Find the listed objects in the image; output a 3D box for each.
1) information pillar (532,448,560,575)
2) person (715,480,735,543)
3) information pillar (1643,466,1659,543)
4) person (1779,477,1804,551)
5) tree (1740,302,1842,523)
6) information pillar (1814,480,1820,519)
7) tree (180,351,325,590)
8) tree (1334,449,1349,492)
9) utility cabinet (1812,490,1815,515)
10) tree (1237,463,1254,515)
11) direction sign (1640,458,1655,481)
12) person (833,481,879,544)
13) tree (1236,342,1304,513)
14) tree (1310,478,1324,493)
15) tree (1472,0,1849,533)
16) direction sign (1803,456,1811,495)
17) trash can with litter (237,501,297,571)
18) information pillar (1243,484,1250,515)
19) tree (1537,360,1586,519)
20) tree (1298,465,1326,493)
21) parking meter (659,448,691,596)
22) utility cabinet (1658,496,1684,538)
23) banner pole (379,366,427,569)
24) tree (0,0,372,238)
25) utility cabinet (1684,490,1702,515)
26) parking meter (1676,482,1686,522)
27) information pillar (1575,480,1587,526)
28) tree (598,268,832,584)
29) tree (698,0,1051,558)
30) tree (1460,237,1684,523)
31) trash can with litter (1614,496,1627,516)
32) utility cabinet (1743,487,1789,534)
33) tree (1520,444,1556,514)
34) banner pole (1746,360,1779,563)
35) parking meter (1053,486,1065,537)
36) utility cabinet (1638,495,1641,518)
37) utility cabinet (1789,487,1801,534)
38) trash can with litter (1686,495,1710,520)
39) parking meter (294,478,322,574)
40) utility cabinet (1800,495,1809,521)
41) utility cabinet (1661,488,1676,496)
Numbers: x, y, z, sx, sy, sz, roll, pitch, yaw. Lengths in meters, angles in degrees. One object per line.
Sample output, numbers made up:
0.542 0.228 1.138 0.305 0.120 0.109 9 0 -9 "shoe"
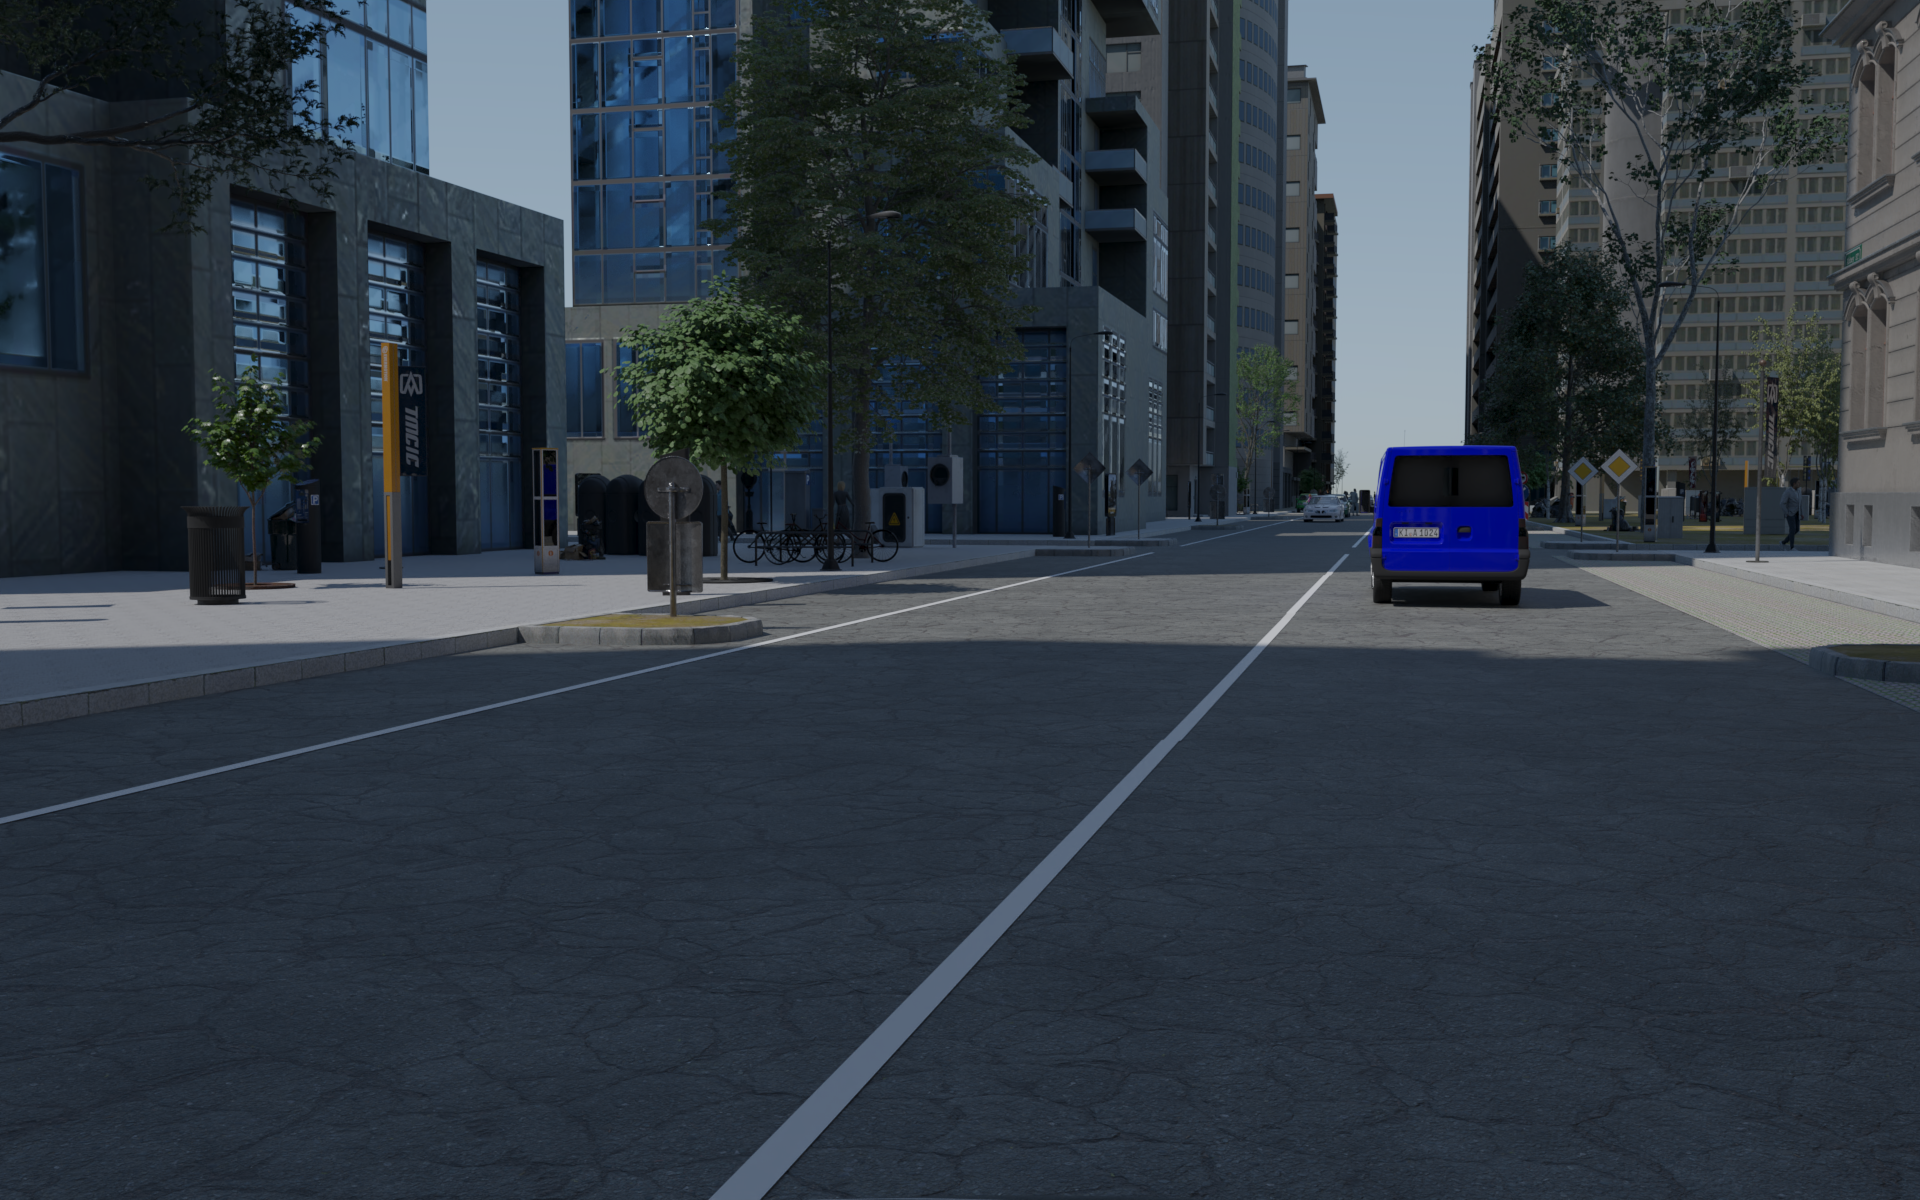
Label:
-6.610 -1.417 27.656 0.304 2.012 0.304 -3 5 -40 "information pillar"
-6.647 -2.468 48.864 0.620 1.820 0.660 -2 4 -33 "person"
18.356 -2.538 45.981 0.304 2.012 0.304 2 4 33 "information pillar"
20.392 -2.092 42.557 0.661 1.843 0.795 -1 4 -21 "person"
32.345 -7.167 67.542 4.737 8.622 4.395 0 3 0 "tree"
44.278 -5.192 89.383 0.304 2.012 0.304 2 4 27 "information pillar"
-9.488 -1.772 23.578 1.663 3.219 1.824 0 3 0 "tree"
60.249 -19.973 276.922 4.737 8.622 4.395 0 3 0 "tree"
53.107 -5.998 106.740 1.173 1.500 0.318 -1 4 -15 "utility cabinet"
17.071 -6.876 107.025 1.663 3.219 1.824 0 3 0 "tree"
41.907 -6.949 105.620 0.876 3.537 0.379 2 4 31 "direction sign"
-2.984 -2.462 48.970 1.509 1.804 0.699 1 4 20 "person"
19.610 -11.728 117.503 9.928 11.665 9.643 0 3 0 "tree"
39.298 -12.064 191.843 1.663 3.219 1.824 0 3 0 "tree"
23.960 -12.233 55.903 12.611 20.169 13.585 0 3 0 "tree"
49.856 -6.729 102.017 0.876 3.537 0.379 -3 5 -39 "direction sign"
-11.589 -1.082 29.080 1.055 1.170 0.624 -1 4 -18 "trash can with litter"
17.968 -6.365 108.560 0.304 2.012 0.304 -3 4 -38 "information pillar"
30.306 -8.440 88.357 4.737 8.622 4.395 0 3 0 "tree"
39.557 -12.972 195.802 4.285 4.588 4.351 0 3 0 "tree"
-3.623 -0.993 21.939 0.399 1.863 0.255 0 4 -5 "parking meter"
20.420 -2.388 50.212 1.020 1.237 0.306 0 4 -7 "utility cabinet"
-9.571 -2.431 29.767 0.863 3.779 0.401 -2 4 -25 "banner pole"
-6.676 -4.645 10.352 7.601 10.594 8.767 -1 4 -11 "tree"
43.607 -5.782 103.212 1.173 1.500 0.318 -1 4 -18 "utility cabinet"
33.550 -4.585 80.673 0.399 1.863 0.255 -1 4 -13 "parking meter"
24.764 -3.950 69.081 0.304 2.012 0.304 -3 4 -38 "information pillar"
-3.549 -2.544 25.304 4.285 4.588 4.351 0 3 0 "tree"
-1.750 -7.134 34.769 7.486 12.596 7.792 0 3 0 "tree"
27.280 -9.811 77.420 9.611 12.733 9.660 0 3 0 "tree"
40.192 -5.795 106.138 1.055 1.170 0.624 -2 4 -30 "trash can with litter"
25.363 -2.809 54.608 1.173 1.500 0.318 1 4 20 "utility cabinet"
36.809 -7.856 112.166 4.285 4.588 4.351 0 3 0 "tree"
15.143 -2.600 32.525 0.863 3.779 0.401 -3 4 -38 "banner pole"
2.963 -2.655 51.820 0.372 1.533 0.369 0 3 0 "parking meter"
37.442 -5.083 94.274 1.020 1.237 0.306 -1 4 -11 "utility cabinet"
26.252 -2.845 55.193 1.173 1.500 0.318 -2 4 -26 "utility cabinet"
40.912 -5.283 97.433 2.233 1.210 1.678 -2 4 -31 "trash can with litter"
-10.520 -1.195 27.954 0.372 1.533 0.369 0 3 0 "parking meter"
40.419 -4.434 83.651 1.020 1.237 0.306 2 4 33 "utility cabinet"
26.687 -3.463 65.294 0.318 1.500 1.173 1 4 11 "utility cabinet"
